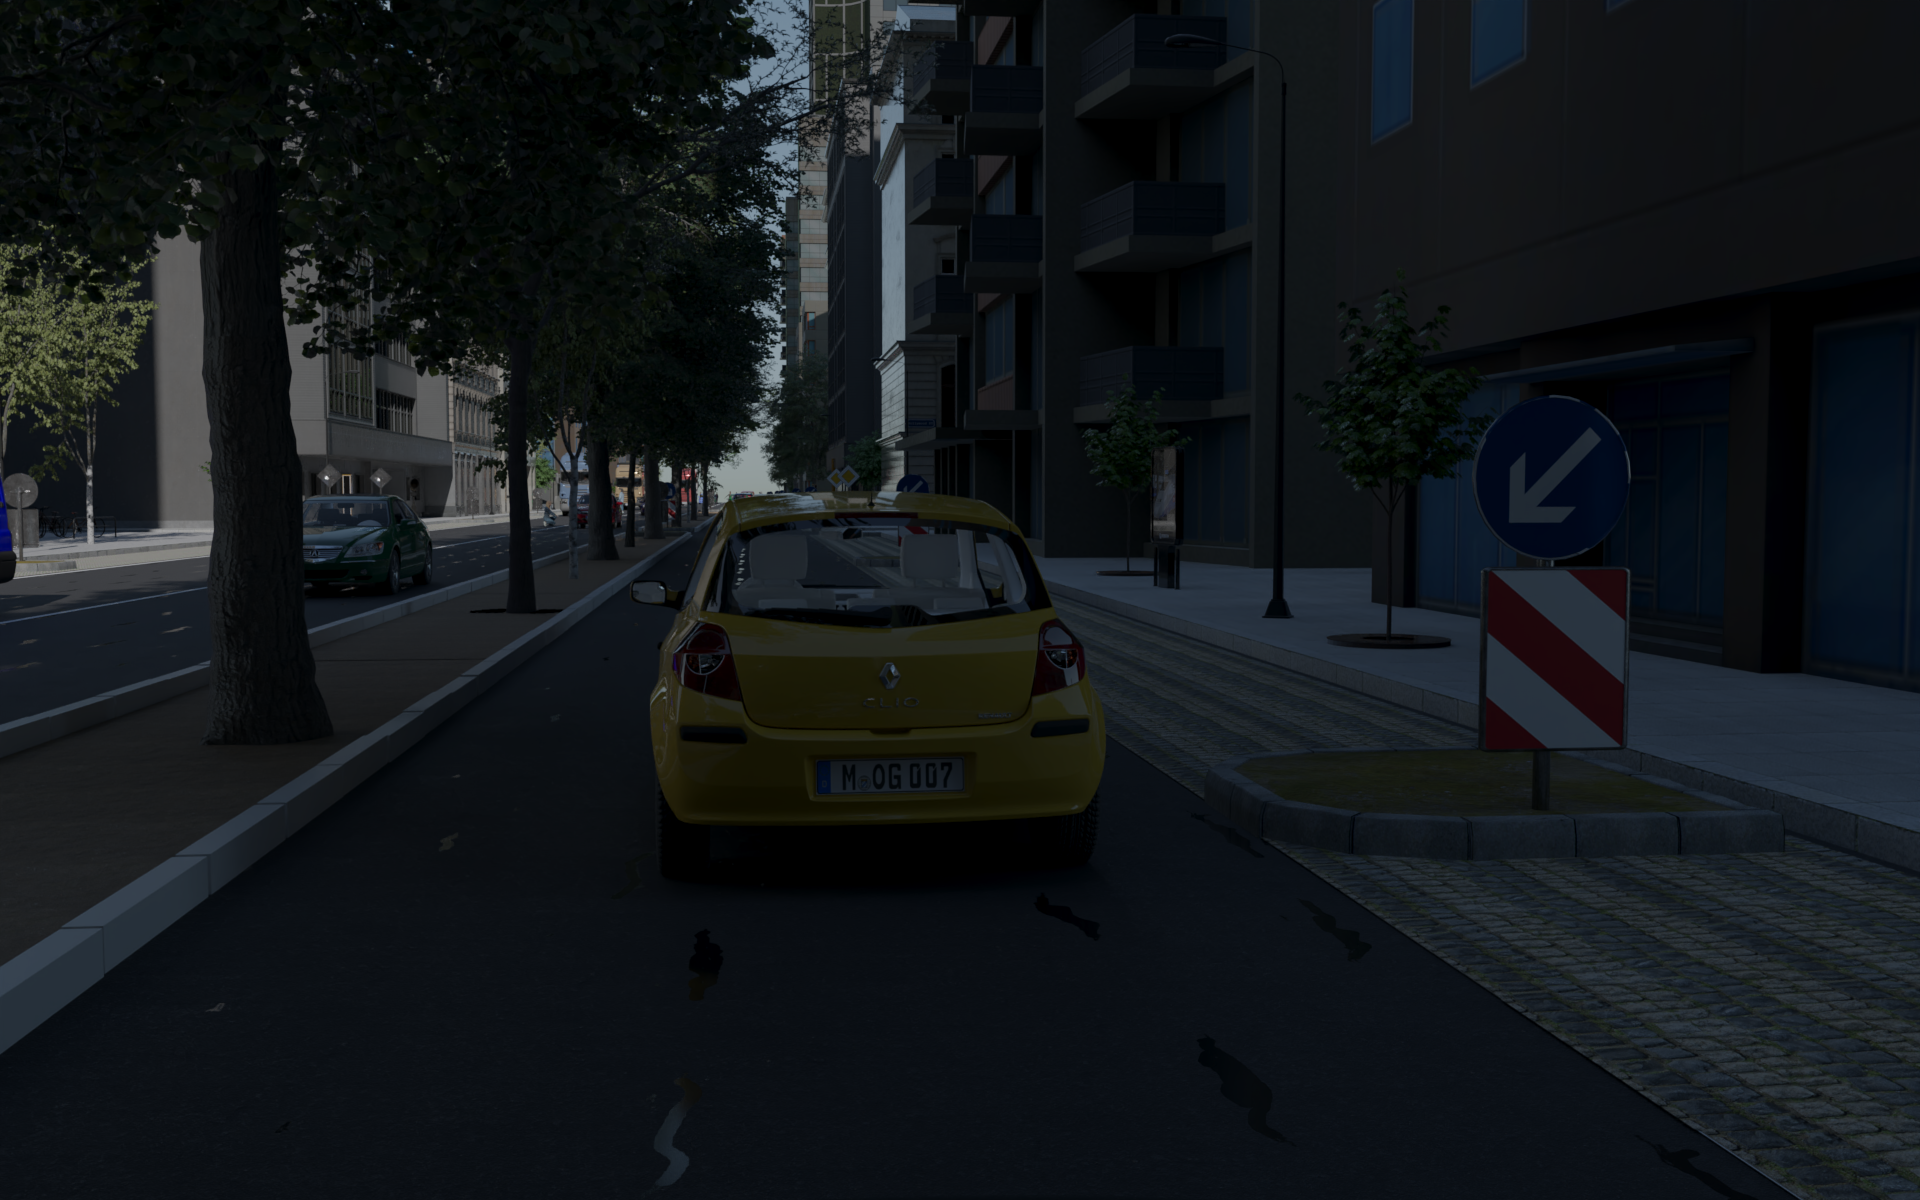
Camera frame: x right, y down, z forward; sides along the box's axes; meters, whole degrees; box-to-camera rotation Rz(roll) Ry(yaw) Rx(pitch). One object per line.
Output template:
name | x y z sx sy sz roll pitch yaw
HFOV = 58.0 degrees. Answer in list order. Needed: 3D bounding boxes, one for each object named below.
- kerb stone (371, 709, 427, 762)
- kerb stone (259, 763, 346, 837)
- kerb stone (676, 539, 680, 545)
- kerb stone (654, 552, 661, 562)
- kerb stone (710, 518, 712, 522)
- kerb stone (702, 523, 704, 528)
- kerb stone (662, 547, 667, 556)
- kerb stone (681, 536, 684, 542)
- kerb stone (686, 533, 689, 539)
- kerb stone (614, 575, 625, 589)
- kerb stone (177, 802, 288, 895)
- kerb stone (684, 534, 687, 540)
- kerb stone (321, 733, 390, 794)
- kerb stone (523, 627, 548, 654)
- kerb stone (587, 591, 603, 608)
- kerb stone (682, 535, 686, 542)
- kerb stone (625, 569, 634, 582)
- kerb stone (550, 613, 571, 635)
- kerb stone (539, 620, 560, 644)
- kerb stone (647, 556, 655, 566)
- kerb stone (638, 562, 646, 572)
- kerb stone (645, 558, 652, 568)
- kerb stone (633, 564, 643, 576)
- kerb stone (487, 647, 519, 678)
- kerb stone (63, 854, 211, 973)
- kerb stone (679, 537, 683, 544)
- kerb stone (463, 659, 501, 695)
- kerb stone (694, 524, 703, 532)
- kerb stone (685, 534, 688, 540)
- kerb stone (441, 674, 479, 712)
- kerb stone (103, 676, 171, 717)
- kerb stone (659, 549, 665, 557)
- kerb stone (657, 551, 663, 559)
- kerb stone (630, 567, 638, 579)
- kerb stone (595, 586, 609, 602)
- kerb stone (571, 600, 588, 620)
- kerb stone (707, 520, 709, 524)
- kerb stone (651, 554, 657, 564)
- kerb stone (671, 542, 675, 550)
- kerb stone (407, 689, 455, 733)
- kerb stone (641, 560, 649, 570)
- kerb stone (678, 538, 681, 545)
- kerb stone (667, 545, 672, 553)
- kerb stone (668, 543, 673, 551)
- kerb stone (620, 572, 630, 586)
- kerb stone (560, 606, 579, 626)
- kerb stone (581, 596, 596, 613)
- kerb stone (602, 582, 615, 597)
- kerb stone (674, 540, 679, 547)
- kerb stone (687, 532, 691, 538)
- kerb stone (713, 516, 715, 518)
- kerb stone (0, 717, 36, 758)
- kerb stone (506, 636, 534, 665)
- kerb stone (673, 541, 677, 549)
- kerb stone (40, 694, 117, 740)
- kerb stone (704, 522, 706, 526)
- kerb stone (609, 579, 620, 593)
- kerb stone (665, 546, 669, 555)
kerb stone | -3.164 0.767 9.733 0.120 0.150 1.000 0 4 -7
kerb stone | -2.921 0.887 7.701 0.120 0.150 1.000 0 4 -7
kerb stone | -7.647 -1.480 46.387 0.120 0.150 1.000 0 4 -7
kerb stone | -6.402 -0.857 36.215 0.120 0.150 1.000 0 4 -7
kerb stone | -12.319 -3.813 84.586 0.120 0.150 1.000 0 4 -7
kerb stone | -10.570 -2.942 70.317 0.120 0.150 1.000 0 4 -7
kerb stone | -6.779 -1.044 39.264 0.120 0.150 1.000 0 4 -7
kerb stone | -8.018 -1.666 49.448 0.120 0.150 1.000 0 4 -7
kerb stone | -8.521 -1.916 53.518 0.120 0.150 1.000 0 4 -7
kerb stone | -5.165 -0.235 26.038 0.120 0.150 1.000 0 4 -7
kerb stone | -2.797 0.952 6.678 0.120 0.150 1.000 0 4 -7
kerb stone | -8.271 -1.791 51.477 0.120 0.150 1.000 0 4 -7
kerb stone | -3.049 0.825 8.717 0.120 0.150 1.000 0 4 -7
kerb stone | -3.917 0.388 15.848 0.120 0.150 1.000 0 4 -7
kerb stone | -4.660 0.015 21.951 0.120 0.150 1.000 0 4 -7
kerb stone | -8.145 -1.729 50.463 0.120 0.150 1.000 0 4 -7
kerb stone | -5.419 -0.360 28.081 0.120 0.150 1.000 0 4 -7
kerb stone | -4.158 0.266 17.888 0.120 0.150 1.000 0 4 -7
kerb stone | -4.035 0.328 16.873 0.120 0.150 1.000 0 4 -7
kerb stone | -6.154 -0.727 34.186 0.120 0.150 1.000 0 4 -7
kerb stone | -5.784 -0.546 31.130 0.120 0.150 1.000 0 4 -7
kerb stone | -6.038 -0.671 33.170 0.120 0.150 1.000 0 4 -7
kerb stone | -5.656 -0.483 30.116 0.120 0.150 1.000 0 4 -7
kerb stone | -3.669 0.513 13.813 0.120 0.150 1.000 0 4 -7
kerb stone | -2.673 1.016 5.655 0.120 0.150 1.000 0 4 -7
kerb stone | -7.899 -1.602 48.433 0.120 0.150 1.000 0 4 -7
kerb stone | -3.539 0.575 12.787 0.120 0.150 1.000 0 4 -7
kerb stone | -10.449 -2.881 69.302 0.120 0.150 1.000 0 4 -7
kerb stone | -8.393 -1.846 52.504 0.120 0.150 1.000 0 4 -7
kerb stone | -3.421 0.649 11.763 0.120 0.150 1.000 0 4 -7
kerb stone | -5.497 0.653 11.522 0.120 0.150 1.000 0 4 -7
kerb stone | -6.654 -0.979 38.245 0.120 0.150 1.000 0 4 -7
kerb stone | -6.526 -0.915 37.230 0.120 0.150 1.000 0 4 -7
kerb stone | -5.543 -0.421 29.100 0.120 0.150 1.000 0 4 -7
kerb stone | -4.791 -0.047 22.965 0.120 0.150 1.000 0 4 -7
kerb stone | -4.414 0.139 19.916 0.120 0.150 1.000 0 4 -7
kerb stone | -11.574 -3.441 78.454 0.120 0.150 1.000 0 4 -7
kerb stone | -6.288 -0.795 35.200 0.120 0.150 1.000 0 4 -7
kerb stone | -7.273 -1.293 43.342 0.120 0.150 1.000 0 4 -7
kerb stone | -3.296 0.701 10.747 0.120 0.150 1.000 0 4 -7
kerb stone | -5.912 -0.608 32.152 0.120 0.150 1.000 0 4 -7
kerb stone | -7.780 -1.542 47.407 0.120 0.150 1.000 0 4 -7
kerb stone | -7.022 -1.169 41.313 0.120 0.150 1.000 0 4 -7
kerb stone | -7.152 -1.231 42.327 0.120 0.150 1.000 0 4 -7
kerb stone | -5.289 -0.297 27.059 0.120 0.150 1.000 0 4 -7
kerb stone | -4.293 0.205 18.901 0.120 0.150 1.000 0 4 -7
kerb stone | -4.538 0.083 20.936 0.120 0.150 1.000 0 4 -7
kerb stone | -4.921 -0.110 23.996 0.120 0.150 1.000 0 4 -7
kerb stone | -7.520 -1.411 45.372 0.120 0.150 1.000 0 4 -7
kerb stone | -8.642 -1.978 54.538 0.120 0.150 1.000 0 4 -7
kerb stone | -13.189 -4.251 91.699 0.120 0.150 1.000 0 4 -7
kerb stone | -5.253 0.777 9.489 0.120 0.150 1.000 0 4 -7
kerb stone | -3.794 0.450 14.833 0.120 0.150 1.000 0 4 -7
kerb stone | -7.400 -1.354 44.357 0.120 0.150 1.000 0 4 -7
kerb stone | -5.375 0.719 10.507 0.120 0.150 1.000 0 4 -7
kerb stone | -10.944 -3.126 73.361 0.120 0.150 1.000 0 4 -7
kerb stone | -5.040 -0.172 25.014 0.120 0.150 1.000 0 4 -7
kerb stone | -6.906 -1.107 40.292 0.120 0.150 1.000 0 4 -7
